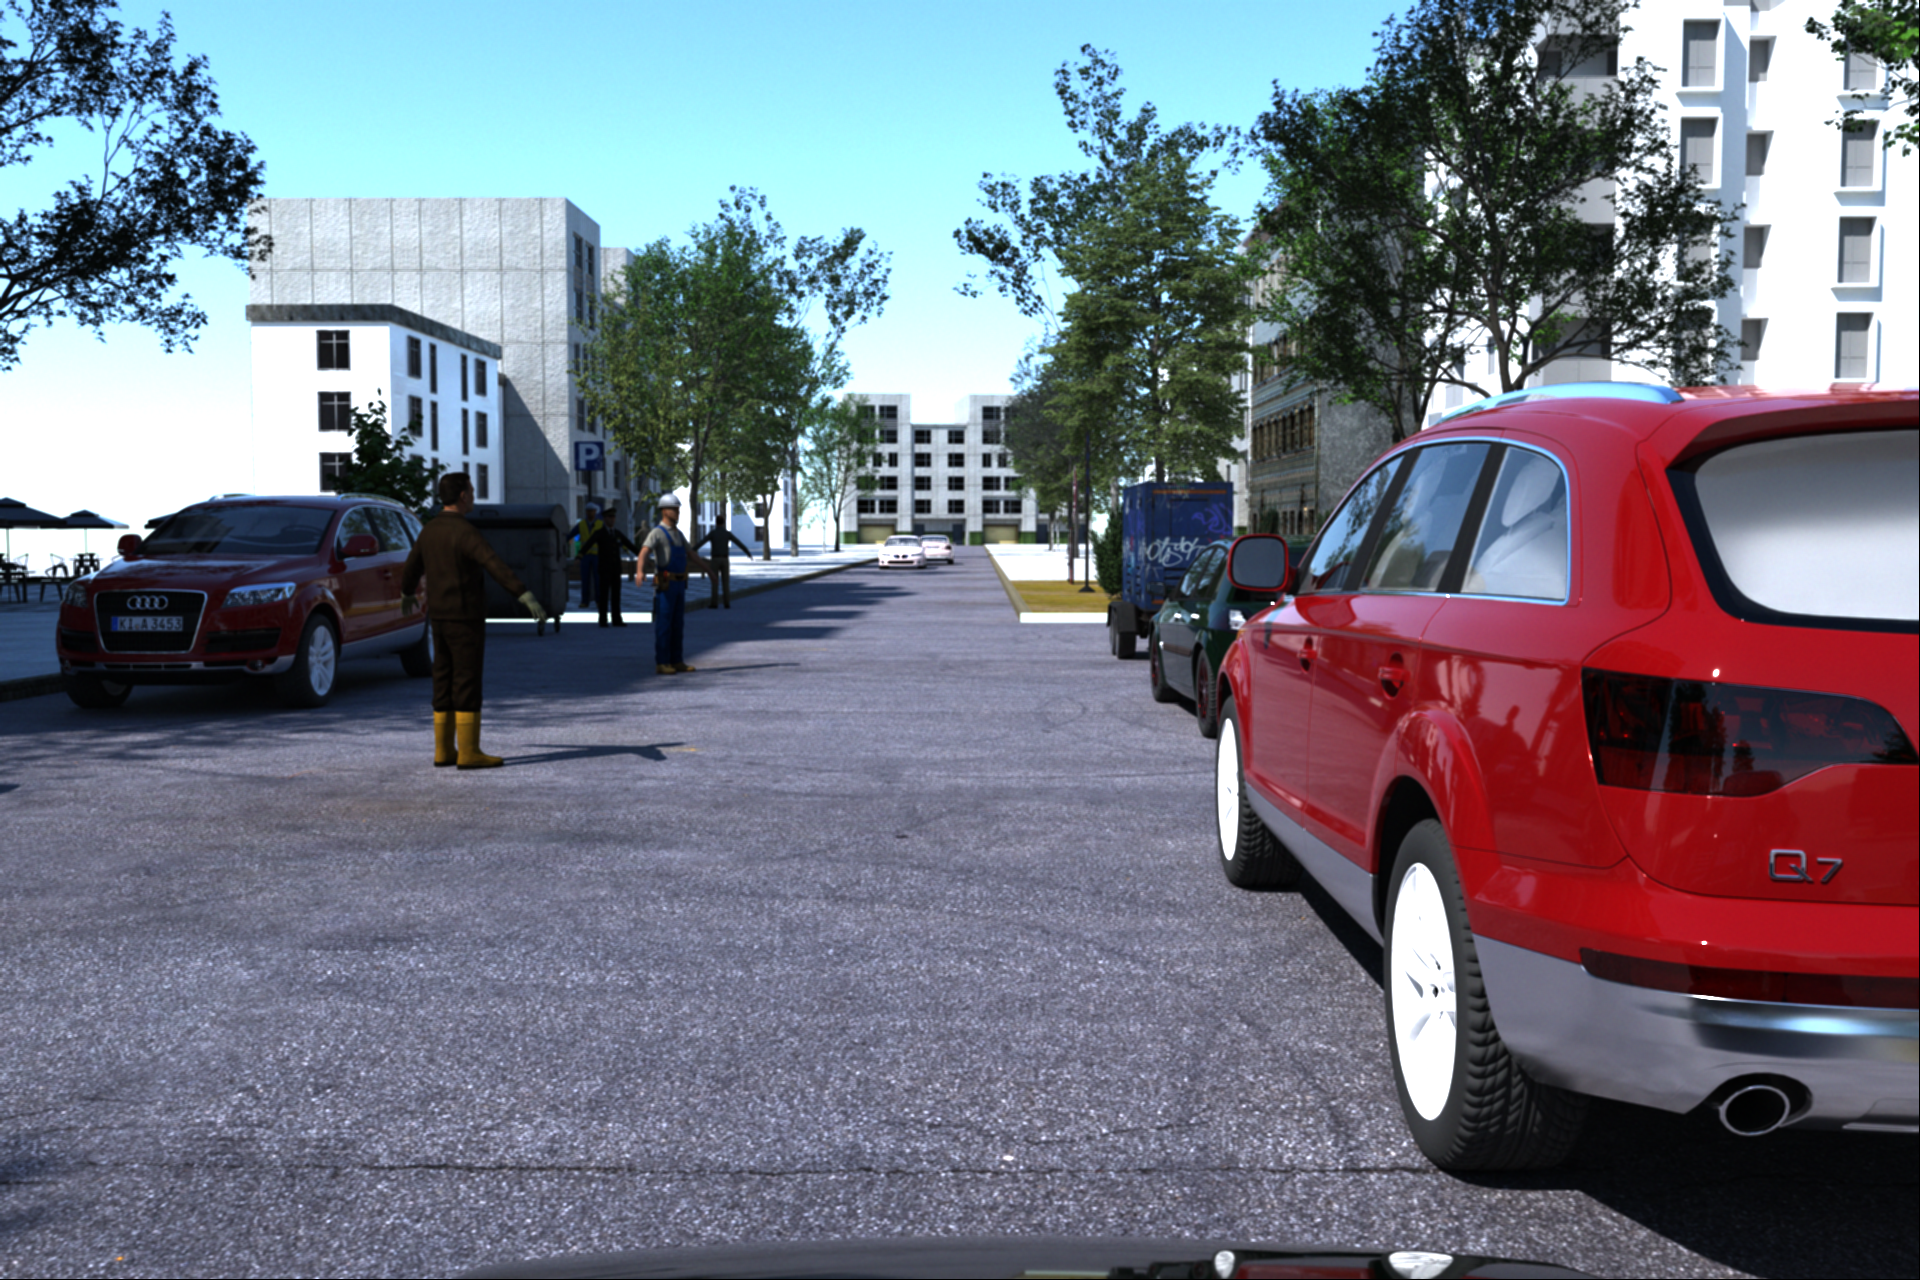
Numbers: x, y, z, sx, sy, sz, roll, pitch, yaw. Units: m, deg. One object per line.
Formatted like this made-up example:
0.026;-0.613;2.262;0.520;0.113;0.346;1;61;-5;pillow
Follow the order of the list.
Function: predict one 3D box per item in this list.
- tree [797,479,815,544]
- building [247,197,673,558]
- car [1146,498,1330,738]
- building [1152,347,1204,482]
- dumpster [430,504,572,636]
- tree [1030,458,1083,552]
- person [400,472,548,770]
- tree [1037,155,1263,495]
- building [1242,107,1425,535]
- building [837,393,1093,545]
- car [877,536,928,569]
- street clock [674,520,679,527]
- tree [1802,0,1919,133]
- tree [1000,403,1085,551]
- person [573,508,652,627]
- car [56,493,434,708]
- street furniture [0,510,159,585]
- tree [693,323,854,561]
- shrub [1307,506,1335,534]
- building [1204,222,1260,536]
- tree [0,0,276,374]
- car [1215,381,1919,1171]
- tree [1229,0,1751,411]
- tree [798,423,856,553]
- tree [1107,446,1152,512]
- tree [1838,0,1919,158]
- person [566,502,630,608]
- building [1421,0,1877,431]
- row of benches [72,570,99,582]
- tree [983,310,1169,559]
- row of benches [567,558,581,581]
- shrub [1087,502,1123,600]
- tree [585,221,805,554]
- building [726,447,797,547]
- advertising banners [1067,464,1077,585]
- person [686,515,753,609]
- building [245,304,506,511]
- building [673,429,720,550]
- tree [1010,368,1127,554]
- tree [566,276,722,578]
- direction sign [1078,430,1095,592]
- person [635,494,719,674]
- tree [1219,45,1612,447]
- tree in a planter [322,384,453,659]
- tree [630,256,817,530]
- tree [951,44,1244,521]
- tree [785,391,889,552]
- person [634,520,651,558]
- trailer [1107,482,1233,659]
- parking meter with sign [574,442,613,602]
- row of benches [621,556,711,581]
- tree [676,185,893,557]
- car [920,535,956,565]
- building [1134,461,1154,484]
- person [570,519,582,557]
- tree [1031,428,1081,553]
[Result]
-20.704;-16.610;221.942;4.737;8.622;4.395;0;3;0;tree
-28.881;-14.712;107.006;16.747;18.905;31.486;0;4;1;building
2.526;-0.232;13.578;2.009;1.686;4.222;0;4;-1;car
24.138;-19.202;170.374;16.016;20.090;11.380;0;4;1;building
-6.583;-1.010;24.731;1.865;1.857;1.264;0;4;1;dumpster
7.030;-10.619;123.983;4.737;8.622;4.395;0;3;0;tree
-3.060;-0.125;10.643;1.346;1.812;0.704;3;4;37;person
5.845;-8.228;52.655;7.486;12.596;7.792;0;3;0;tree
24.299;-15.300;81.076;19.493;23.208;18.063;0;4;0;building
0.158;-21.800;225.339;31.486;18.905;16.747;0;4;-7;building
-2.346;-3.629;71.699;2.083;1.381;4.827;0;4;1;car
-7.399;-2.457;44.743;0.358;2.002;0.471;0;4;1;street clock
23.929;-11.125;37.786;12.611;20.169;13.585;0;3;0;tree
6.907;-12.591;131.625;9.928;11.665;9.643;0;3;0;tree
-5.400;-1.125;26.781;1.347;1.837;0.705;-3;5;-40;person
-6.270;-0.445;15.955;2.281;1.827;5.304;0;4;0;car
-29.373;-2.418;44.568;27.439;1.986;14.083;0;4;0;street furniture
-9.148;-9.606;82.809;9.928;11.665;9.643;0;3;0;tree
9.976;-2.563;46.328;1.690;2.028;1.600;0;3;0;shrub
25.295;-14.671;106.325;16.747;18.905;31.486;0;4;1;building
-12.824;-5.375;22.301;8.767;10.594;7.601;0;4;-3;tree
2.071;0.198;5.433;2.281;1.827;5.304;0;4;1;car
8.332;-5.627;26.416;7.601;10.594;8.767;3;4;38;tree
-9.137;-10.099;115.473;4.360;8.622;3.978;0;3;0;tree
23.267;-18.841;218.421;12.009;13.543;11.850;0;3;0;tree
8.163;-5.160;10.123;9.928;11.665;9.643;0;3;0;tree
-6.430;-1.482;30.197;1.349;1.833;0.705;0;4;-3;person
22.661;-12.716;64.321;16.016;20.090;11.380;0;4;0;building
-13.723;-0.887;29.962;4.104;0.672;1.422;2;4;27;row of benches
6.255;-11.059;91.186;12.009;13.543;11.850;0;3;0;tree
-9.448;-1.667;42.716;1.422;0.672;4.104;-1;4;-13;row of benches
3.378;-1.826;33.904;1.661;2.075;1.752;0;3;0;shrub
-8.787;-8.058;57.503;9.928;11.665;9.643;0;3;0;tree
-21.462;-14.564;180.270;9.099;9.664;28.070;0;3;0;building
2.865;-2.943;44.305;0.090;3.025;2.074;0;4;0;advertising banners
-4.632;-1.507;33.374;1.348;1.796;0.705;-1;4;-20;person
-24.976;-8.275;77.448;9.099;9.664;28.070;0;4;1;building
-25.401;-12.823;151.797;9.099;9.664;28.070;0;4;1;building
6.571;-11.706;109.528;7.486;12.596;7.792;0;3;0;tree
-9.347;-6.108;50.228;4.737;8.622;4.395;0;3;0;tree
2.804;-2.824;38.177;0.379;3.537;0.876;0;4;0;direction sign
-2.965;-0.584;17.858;0.705;1.847;1.347;2;4;27;person
9.608;-6.810;37.100;9.928;11.665;9.643;0;3;0;tree
-6.997;-1.444;20.824;1.991;3.239;1.994;0;4;1;tree in a planter
-9.798;-9.366;71.260;7.486;12.596;7.792;0;3;0;tree
5.153;-13.098;70.034;12.611;20.169;13.585;0;3;0;tree
-9.008;-12.279;126.518;9.928;11.665;9.643;0;3;0;tree
-12.126;-3.693;66.512;0.705;1.813;1.348;3;5;43;person
2.504;-0.845;20.870;1.471;1.999;3.904;0;3;0;trailer
-6.972;-2.279;33.522;0.543;3.016;1.738;0;4;1;parking meter with sign
-8.440;-1.992;48.024;1.422;0.672;4.104;3;5;45;row of benches
-10.782;-14.724;96.632;12.611;20.169;13.585;0;3;0;tree
-1.239;-4.279;82.329;2.083;1.381;4.827;0;4;-1;car
25.257;-15.354;193.189;9.099;9.664;28.070;0;4;1;building
-13.344;-3.352;60.937;1.347;1.817;0.704;3;5;39;person
6.391;-10.271;118.299;4.737;8.622;4.395;0;3;0;tree
